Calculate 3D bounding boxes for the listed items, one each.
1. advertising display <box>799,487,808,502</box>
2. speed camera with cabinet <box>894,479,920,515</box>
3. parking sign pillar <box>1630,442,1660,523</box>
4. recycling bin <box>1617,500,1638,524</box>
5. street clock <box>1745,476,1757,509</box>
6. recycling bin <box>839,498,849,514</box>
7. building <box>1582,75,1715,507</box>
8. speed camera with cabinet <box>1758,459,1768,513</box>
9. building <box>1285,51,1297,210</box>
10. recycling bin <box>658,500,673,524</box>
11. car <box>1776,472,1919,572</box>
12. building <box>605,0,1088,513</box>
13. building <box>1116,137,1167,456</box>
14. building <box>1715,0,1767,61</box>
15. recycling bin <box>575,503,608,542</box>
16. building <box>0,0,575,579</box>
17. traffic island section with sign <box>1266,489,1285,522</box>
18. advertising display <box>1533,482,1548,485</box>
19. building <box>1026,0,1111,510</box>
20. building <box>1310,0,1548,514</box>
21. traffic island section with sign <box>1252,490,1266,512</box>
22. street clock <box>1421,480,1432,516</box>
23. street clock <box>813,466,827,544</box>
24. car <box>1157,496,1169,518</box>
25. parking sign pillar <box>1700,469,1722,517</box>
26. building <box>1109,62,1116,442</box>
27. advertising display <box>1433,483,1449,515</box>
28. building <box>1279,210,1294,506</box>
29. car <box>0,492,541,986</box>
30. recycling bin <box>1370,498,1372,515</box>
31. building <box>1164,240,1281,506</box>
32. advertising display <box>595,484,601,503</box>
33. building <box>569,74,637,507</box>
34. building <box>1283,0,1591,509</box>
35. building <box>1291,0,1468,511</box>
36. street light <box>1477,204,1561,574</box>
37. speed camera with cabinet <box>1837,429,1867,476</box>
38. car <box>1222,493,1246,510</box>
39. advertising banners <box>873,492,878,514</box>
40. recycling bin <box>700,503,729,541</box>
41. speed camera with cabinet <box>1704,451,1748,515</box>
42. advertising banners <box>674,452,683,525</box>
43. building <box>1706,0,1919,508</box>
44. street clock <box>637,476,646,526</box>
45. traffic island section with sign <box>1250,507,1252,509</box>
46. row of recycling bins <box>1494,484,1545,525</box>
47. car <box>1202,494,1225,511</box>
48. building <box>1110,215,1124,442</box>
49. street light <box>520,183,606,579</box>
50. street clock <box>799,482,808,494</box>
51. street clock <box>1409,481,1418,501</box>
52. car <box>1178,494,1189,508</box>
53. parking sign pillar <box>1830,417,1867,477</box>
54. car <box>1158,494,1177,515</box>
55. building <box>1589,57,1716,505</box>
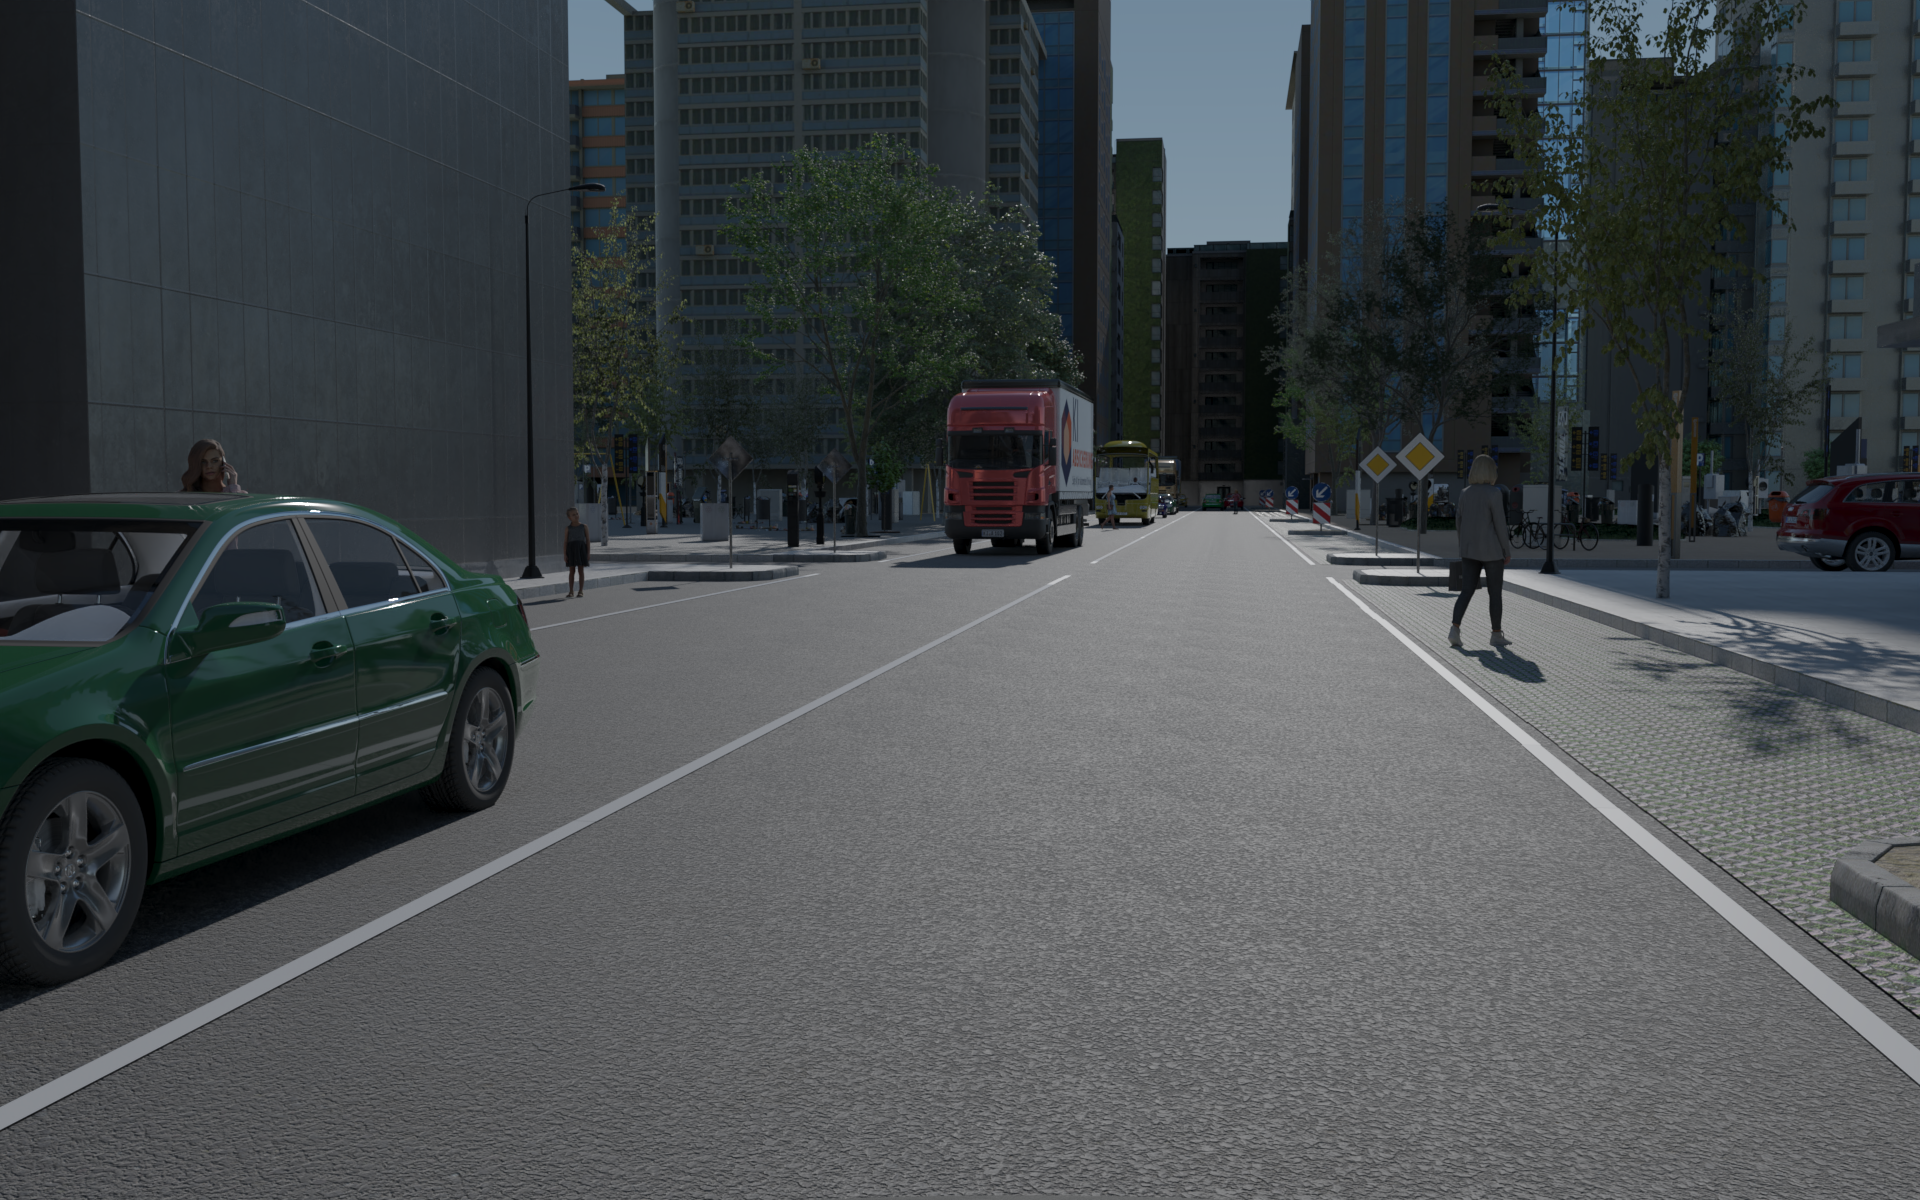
[{"bbox_3d":[-10.448,-6.655,114.030,0.974,1.923,0.123,-2,4,-28],"label":"advertising display"},{"bbox_3d":[-3.306,-6.798,105.480,0.660,3.252,2.038,-3,5,-41],"label":"speed camera with cabinet"},{"bbox_3d":[30.514,-5.412,76.952,1.447,3.967,1.447,-3,4,-38],"label":"parking sign pillar"},{"bbox_3d":[26.924,-3.506,69.872,0.722,1.027,0.722,1,4,19],"label":"recycling bin"},{"bbox_3d":[32.330,-4.052,70.817,0.471,2.002,0.358,-2,4,-33],"label":"street clock"},{"bbox_3d":[-7.377,-6.071,111.819,0.722,1.027,0.722,1,4,10],"label":"recycling bin"},{"bbox_3d":[65.621,-29.908,172.596,14.086,41.232,14.154,1,4,9],"label":"building"},{"bbox_3d":[44.979,-6.384,98.713,2.038,3.252,0.660,-1,4,-10],"label":"speed camera with cabinet"},{"bbox_3d":[52.432,-37.579,203.650,27.495,52.752,28.713,1,4,9],"label":"building"},{"bbox_3d":[-13.061,-3.871,75.843,0.722,1.027,0.722,2,4,24],"label":"recycling bin"},{"bbox_3d":[17.579,-1.371,31.086,5.304,1.827,2.281,0,4,7],"label":"car"},{"bbox_3d":[-7.193,-26.562,126.173,32.217,40.220,23.993,1,4,9],"label":"building"},{"bbox_3d":[16.900,-31.742,202.577,14.086,41.232,14.154,1,4,9],"label":"building"},{"bbox_3d":[96.974,-46.126,192.414,20.611,71.187,20.563,1,4,9],"label":"building"},{"bbox_3d":[-9.954,-2.079,46.552,0.722,1.027,0.722,3,4,39],"label":"recycling bin"},{"bbox_3d":[-22.016,-12.606,25.176,30.058,24.678,14.314,1,4,9],"label":"building"},{"bbox_3d":[16.857,-4.897,88.686,1.989,1.847,2.006,1,4,9],"label":"traffic island section with sign"},{"bbox_3d":[30.874,-5.293,91.752,0.974,1.923,0.123,0,4,7],"label":"advertising display"},{"bbox_3d":[5.013,-30.172,143.422,14.600,45.320,14.200,1,4,9],"label":"building"},{"bbox_3d":[30.920,-28.562,117.104,14.600,45.320,14.200,1,4,9],"label":"building"},{"bbox_3d":[24.299,-7.834,136.721,1.989,1.847,2.006,1,4,9],"label":"traffic island section with sign"},{"bbox_3d":[22.918,-4.928,85.147,0.471,2.002,0.358,0,4,2],"label":"street clock"},{"bbox_3d":[-3.567,-2.425,44.212,0.358,2.002,0.471,0,4,5],"label":"street clock"},{"bbox_3d":[11.654,-5.637,104.744,1.945,1.354,3.894,0,4,8],"label":"car"},{"bbox_3d":[41.340,-6.541,95.415,1.447,3.967,1.447,-2,4,-26],"label":"parking sign pillar"},{"bbox_3d":[6.347,-28.993,157.625,14.154,41.232,14.086,1,4,9],"label":"building"},{"bbox_3d":[28.408,-5.942,102.365,0.974,1.923,0.123,0,4,-7],"label":"advertising display"},{"bbox_3d":[40.396,-24.786,176.951,14.160,30.474,14.107,1,4,9],"label":"building"},{"bbox_3d":[-3.251,0.314,6.670,2.131,1.459,4.920,1,4,9],"label":"car"},{"bbox_3d":[24.741,-5.666,105.186,0.722,1.027,0.722,-1,4,-10],"label":"recycling bin"},{"bbox_3d":[30.786,-26.224,200.468,14.107,30.474,14.160,1,4,9],"label":"building"},{"bbox_3d":[-22.314,-6.227,107.024,0.123,1.923,0.974,0,4,8],"label":"advertising display"},{"bbox_3d":[-32.364,-32.331,183.234,28.867,44.769,22.147,1,4,9],"label":"building"},{"bbox_3d":[38.112,-50.508,138.472,22.319,86.520,31.000,1,4,9],"label":"building"},{"bbox_3d":[38.539,-31.338,162.489,14.600,45.320,14.200,1,4,9],"label":"building"},{"bbox_3d":[8.971,-3.381,27.827,1.470,5.913,1.316,1,4,9],"label":"street light"},{"bbox_3d":[27.918,-3.607,53.305,2.038,3.252,0.660,-2,4,-24],"label":"speed camera with cabinet"},{"bbox_3d":[24.890,-9.083,157.547,2.155,1.783,4.494,1,4,9],"label":"car"},{"bbox_3d":[-4.883,-7.120,112.606,2.074,3.025,0.090,3,5,41],"label":"advertising banners"},{"bbox_3d":[-6.721,-2.131,47.402,0.722,1.027,0.722,-1,4,-13],"label":"recycling bin"},{"bbox_3d":[34.700,-5.142,78.403,0.660,3.252,2.038,-2,4,-25],"label":"speed camera with cabinet"},{"bbox_3d":[-11.897,-4.704,73.095,0.090,3.025,2.074,0,4,0],"label":"advertising banners"},{"bbox_3d":[87.629,-33.319,164.366,30.456,49.044,23.786,1,4,9],"label":"building"},{"bbox_3d":[-12.576,-3.930,68.827,0.471,2.002,0.358,2,4,28],"label":"street clock"},{"bbox_3d":[28.485,-9.486,163.727,1.989,1.847,2.006,1,4,9],"label":"traffic island section with sign"},{"bbox_3d":[22.651,-3.939,71.515,3.534,1.692,1.069,3,4,38],"label":"row of recycling bins"},{"bbox_3d":[21.731,-8.551,148.600,1.959,1.807,4.718,1,4,10],"label":"car"},{"bbox_3d":[9.993,-25.078,181.719,14.107,30.474,14.160,1,4,9],"label":"building"},{"bbox_3d":[-5.983,-3.276,26.110,1.470,5.913,1.316,1,4,9],"label":"street light"},{"bbox_3d":[-8.899,-5.737,98.362,0.471,2.002,0.358,2,4,27],"label":"street clock"},{"bbox_3d":[25.756,-5.742,98.449,0.471,2.002,0.358,-1,4,-17],"label":"street clock"},{"bbox_3d":[23.477,-10.720,185.496,2.015,1.641,3.980,1,4,9],"label":"car"},{"bbox_3d":[31.412,-4.452,61.269,1.447,3.967,1.447,-1,4,-15],"label":"parking sign pillar"},{"bbox_3d":[13.987,-6.611,119.888,2.131,1.459,4.920,1,4,10],"label":"car"},{"bbox_3d":[76.123,-35.025,196.367,21.600,48.544,21.300,1,4,9],"label":"building"}]
